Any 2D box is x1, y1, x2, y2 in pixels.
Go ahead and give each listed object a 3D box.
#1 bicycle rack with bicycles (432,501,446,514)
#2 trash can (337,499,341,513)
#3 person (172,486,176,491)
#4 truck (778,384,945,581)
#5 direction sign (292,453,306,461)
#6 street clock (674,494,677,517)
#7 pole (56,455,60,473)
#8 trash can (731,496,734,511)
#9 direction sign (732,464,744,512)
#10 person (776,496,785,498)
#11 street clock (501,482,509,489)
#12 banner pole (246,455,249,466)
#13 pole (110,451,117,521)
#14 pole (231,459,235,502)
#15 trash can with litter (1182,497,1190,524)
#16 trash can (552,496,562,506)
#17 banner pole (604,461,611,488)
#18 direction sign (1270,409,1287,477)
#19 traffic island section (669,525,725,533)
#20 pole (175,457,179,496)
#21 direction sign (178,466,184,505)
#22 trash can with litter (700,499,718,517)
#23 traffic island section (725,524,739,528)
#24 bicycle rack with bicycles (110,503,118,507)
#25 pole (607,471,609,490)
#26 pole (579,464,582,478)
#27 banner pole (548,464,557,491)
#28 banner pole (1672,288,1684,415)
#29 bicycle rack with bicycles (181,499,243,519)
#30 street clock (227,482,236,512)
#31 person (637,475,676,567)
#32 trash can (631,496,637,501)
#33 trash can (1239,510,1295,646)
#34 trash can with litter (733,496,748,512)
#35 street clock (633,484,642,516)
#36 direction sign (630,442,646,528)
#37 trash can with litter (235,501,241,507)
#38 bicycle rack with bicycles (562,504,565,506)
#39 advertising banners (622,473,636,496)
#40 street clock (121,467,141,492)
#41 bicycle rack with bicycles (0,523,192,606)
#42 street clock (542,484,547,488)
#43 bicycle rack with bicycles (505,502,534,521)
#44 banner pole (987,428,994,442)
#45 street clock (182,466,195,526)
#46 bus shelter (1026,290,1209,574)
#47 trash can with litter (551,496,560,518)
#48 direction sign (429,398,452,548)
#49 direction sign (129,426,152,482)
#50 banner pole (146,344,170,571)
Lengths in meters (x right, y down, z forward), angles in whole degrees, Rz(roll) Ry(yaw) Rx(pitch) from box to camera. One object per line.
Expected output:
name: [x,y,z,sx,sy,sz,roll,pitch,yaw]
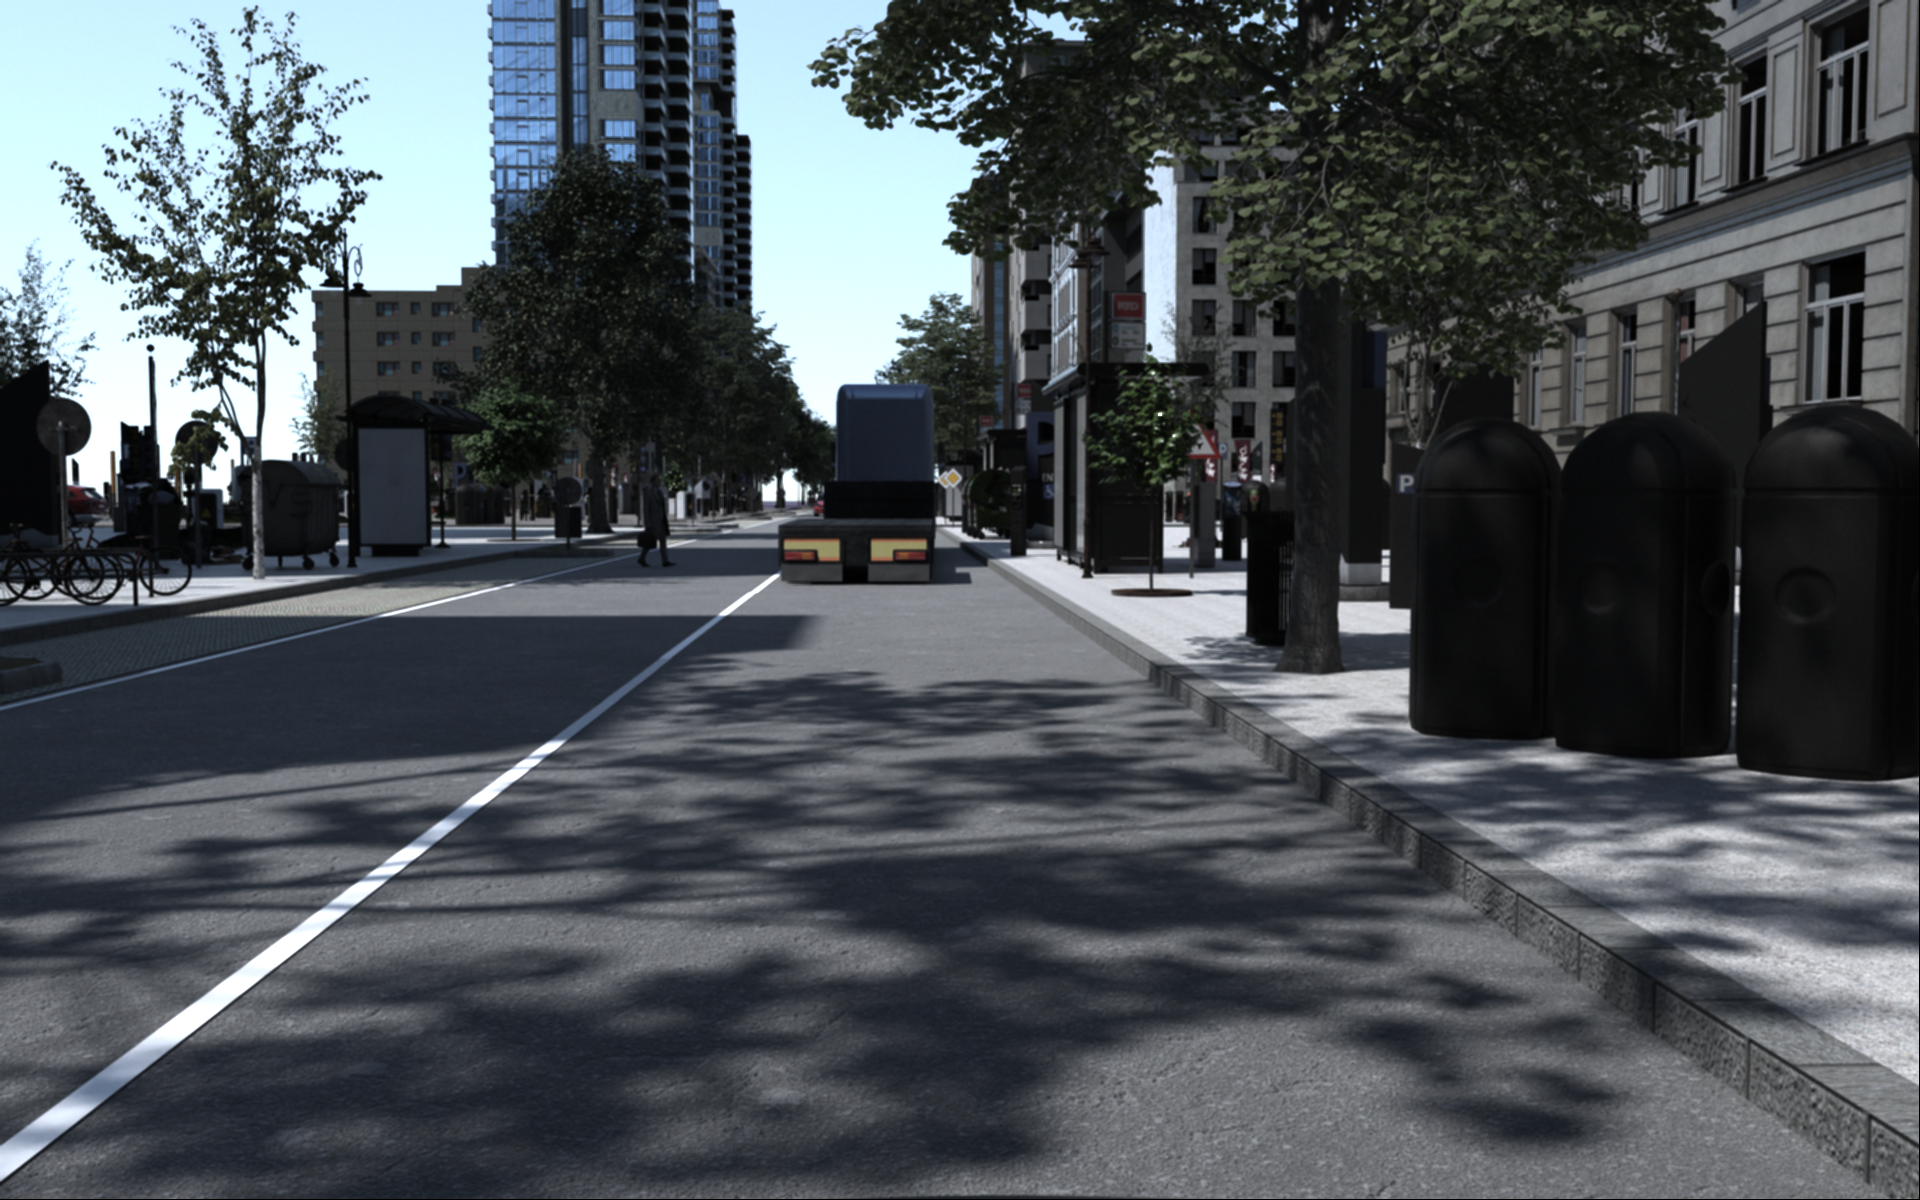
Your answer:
bicycle rack with bicycles: [-36.346,-6.481,119.341,2.925,0.926,2.852,-1,4,-9]
trash can: [-48.136,-7.403,132.687,0.748,1.137,0.748,0,3,0]
person: [-30.512,-3.545,67.136,0.731,1.740,0.598,0,4,8]
truck: [-1.765,-2.860,36.528,2.967,4.110,18.799,0,4,-1]
direction sign: [-36.133,-6.288,94.800,0.379,3.537,0.876,2,4,34]
street clock: [-16.185,-5.768,98.877,0.471,2.002,0.358,0,4,1]
pole: [-23.420,-3.137,45.133,0.158,3.312,0.155,0,3,0]
trash can: [-15.031,-6.161,112.388,0.748,1.137,0.748,0,3,0]
direction sign: [-15.635,-7.946,121.912,0.876,3.537,0.379,1,4,9]
person: [-23.488,-13.298,226.653,1.217,1.736,0.721,0,4,-6]
street clock: [-27.474,-6.121,104.641,0.471,2.002,0.358,0,4,1]
banner pole: [-36.098,-5.982,87.822,0.401,3.779,0.863,-2,4,-33]
pole: [-39.950,-5.377,81.750,0.158,3.312,0.155,0,3,0]
pole: [-42.277,-6.537,100.727,0.158,3.312,0.155,0,3,0]
trash can with litter: [10.034,-3.844,74.236,1.055,1.170,0.624,2,4,32]
trash can: [-24.057,-5.603,103.257,0.748,1.137,0.748,0,3,0]
banner pole: [-15.780,-5.335,77.250,0.863,3.779,0.401,2,4,35]
direction sign: [8.654,-3.296,45.886,0.876,3.537,0.379,0,4,4]
traffic island section: [-10.120,-2.644,65.505,2.009,0.180,2.903,0,4,-3]
pole: [-42.845,-6.172,94.749,0.158,3.312,0.155,0,3,0]
direction sign: [-63.137,-9.095,140.705,0.876,3.537,0.379,-1,4,-20]
trash can with litter: [-14.285,-5.329,98.517,1.055,1.170,0.624,0,4,-5]
traffic island section: [-10.471,-3.132,73.482,2.009,0.180,2.903,0,4,-3]
bicycle rack with bicycles: [-63.149,-7.037,128.444,2.852,0.926,2.925,2,4,33]
pole: [-20.363,-6.508,100.245,0.158,3.312,0.155,0,3,0]
pole: [-25.647,-7.535,117.041,0.158,3.312,0.155,0,3,0]
banner pole: [-29.557,-8.288,125.530,0.863,3.779,0.401,-2,4,-34]
banner pole: [8.661,-1.894,20.984,0.401,3.779,0.863,1,4,20]
bicycle rack with bicycles: [-36.567,-4.365,84.757,2.925,0.926,2.852,3,4,39]
street clock: [-41.449,-5.763,98.792,0.358,2.002,0.471,0,4,-7]
person: [-5.991,-1.563,34.160,0.767,1.812,0.694,2,4,27]
trash can: [-22.783,-6.666,120.642,0.748,1.137,0.748,0,3,0]
trash can: [2.758,-0.193,14.817,0.748,1.137,0.748,0,3,0]
trash can with litter: [-15.862,-6.998,125.802,1.055,1.170,0.624,2,4,30]
street clock: [-18.687,-5.868,100.506,0.358,2.002,0.471,3,4,36]
direction sign: [-12.257,-4.524,65.959,0.876,3.537,0.379,3,4,39]
trash can with litter: [-49.765,-6.659,119.924,2.233,1.210,1.678,1,4,14]
bicycle rack with bicycles: [-25.529,-5.932,110.366,2.852,0.926,2.925,3,4,36]
advertising banners: [-26.518,-8.845,140.809,2.074,3.025,0.090,1,4,17]
street clock: [-22.538,-2.604,47.139,0.471,2.002,0.358,-1,4,-19]
bicycle rack with bicycles: [-10.774,-0.432,20.451,2.925,0.926,2.852,-1,4,-18]
street clock: [-29.260,-7.162,121.663,0.358,2.002,0.471,2,4,25]
bicycle rack with bicycles: [-21.447,-4.277,83.316,2.852,0.926,2.925,0,4,-4]
banner pole: [1.168,-4.646,65.977,0.401,3.779,0.863,-2,4,-24]
street clock: [-20.133,-2.489,45.260,0.358,2.002,0.471,-1,4,-19]
bus shelter: [2.734,-3.318,31.889,2.179,5.291,8.768,0,4,-3]
trash can with litter: [-22.157,-5.102,94.802,0.624,1.170,1.055,0,4,-5]
direction sign: [-12.326,-3.007,41.165,0.379,3.537,0.876,1,4,14]
direction sign: [-27.067,-3.997,57.356,0.876,3.537,0.379,0,4,7]
banner pole: [-13.398,-2.374,28.828,0.401,3.779,0.863,-2,4,-30]
